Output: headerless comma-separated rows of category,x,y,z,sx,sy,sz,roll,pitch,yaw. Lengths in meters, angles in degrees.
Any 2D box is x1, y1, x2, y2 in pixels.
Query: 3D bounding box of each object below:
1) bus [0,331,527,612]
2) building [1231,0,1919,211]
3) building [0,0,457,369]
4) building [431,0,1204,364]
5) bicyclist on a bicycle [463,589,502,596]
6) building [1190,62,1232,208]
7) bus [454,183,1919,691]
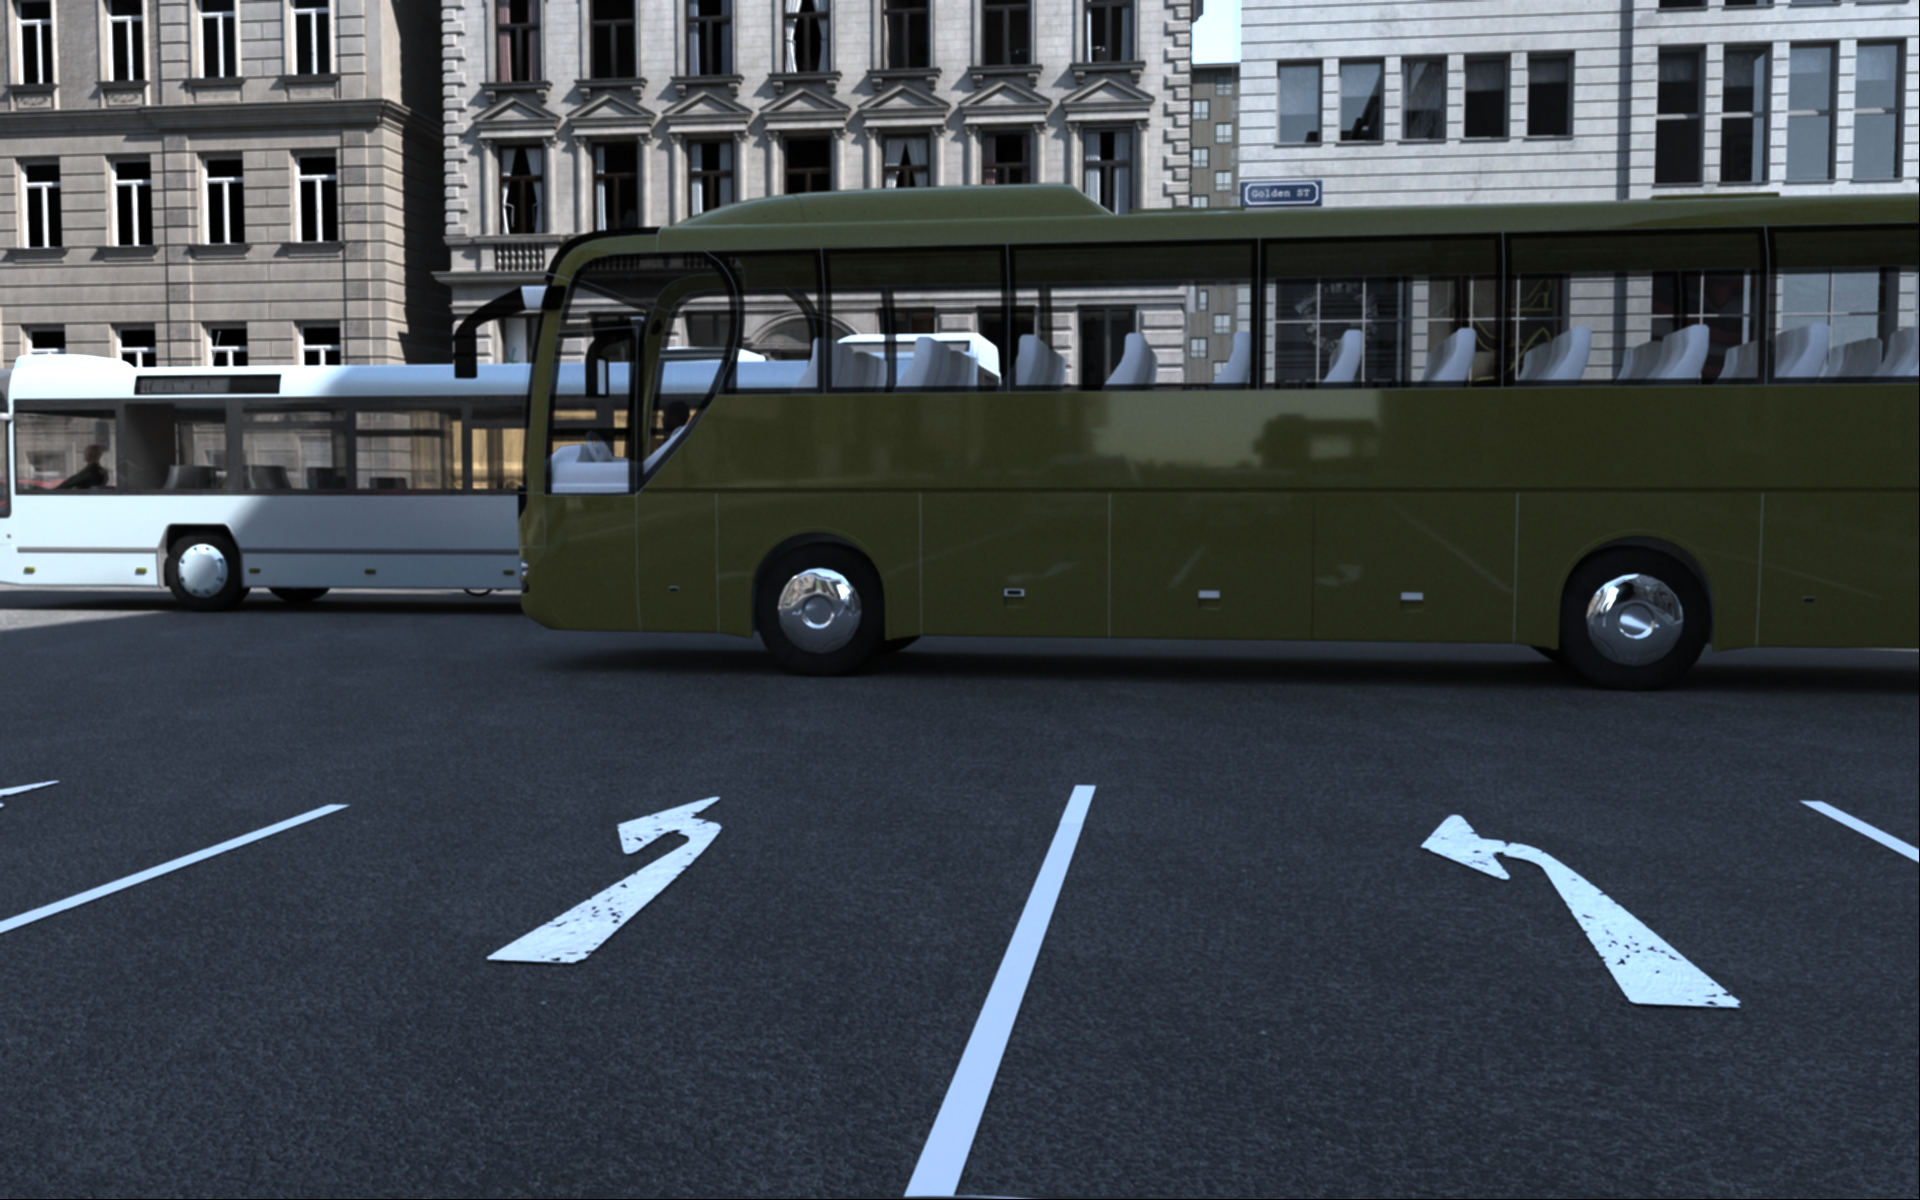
bus,-6.198,-1.639,21.660,13.247,3.499,2.948,0,4,8
building,21.848,-16.269,43.488,29.804,29.767,11.434,0,4,8
building,-25.746,-15.497,50.636,25.104,27.353,12.463,0,4,8
building,-3.106,-13.339,46.973,19.941,23.489,11.050,0,4,8
bicyclist on a bicycle,-6.270,-0.864,24.145,1.625,1.676,1.499,1,4,9
building,29.336,-38.103,212.224,27.495,52.752,28.713,0,4,8
bus,2.284,-1.376,14.051,12.252,3.916,2.896,1,4,9
